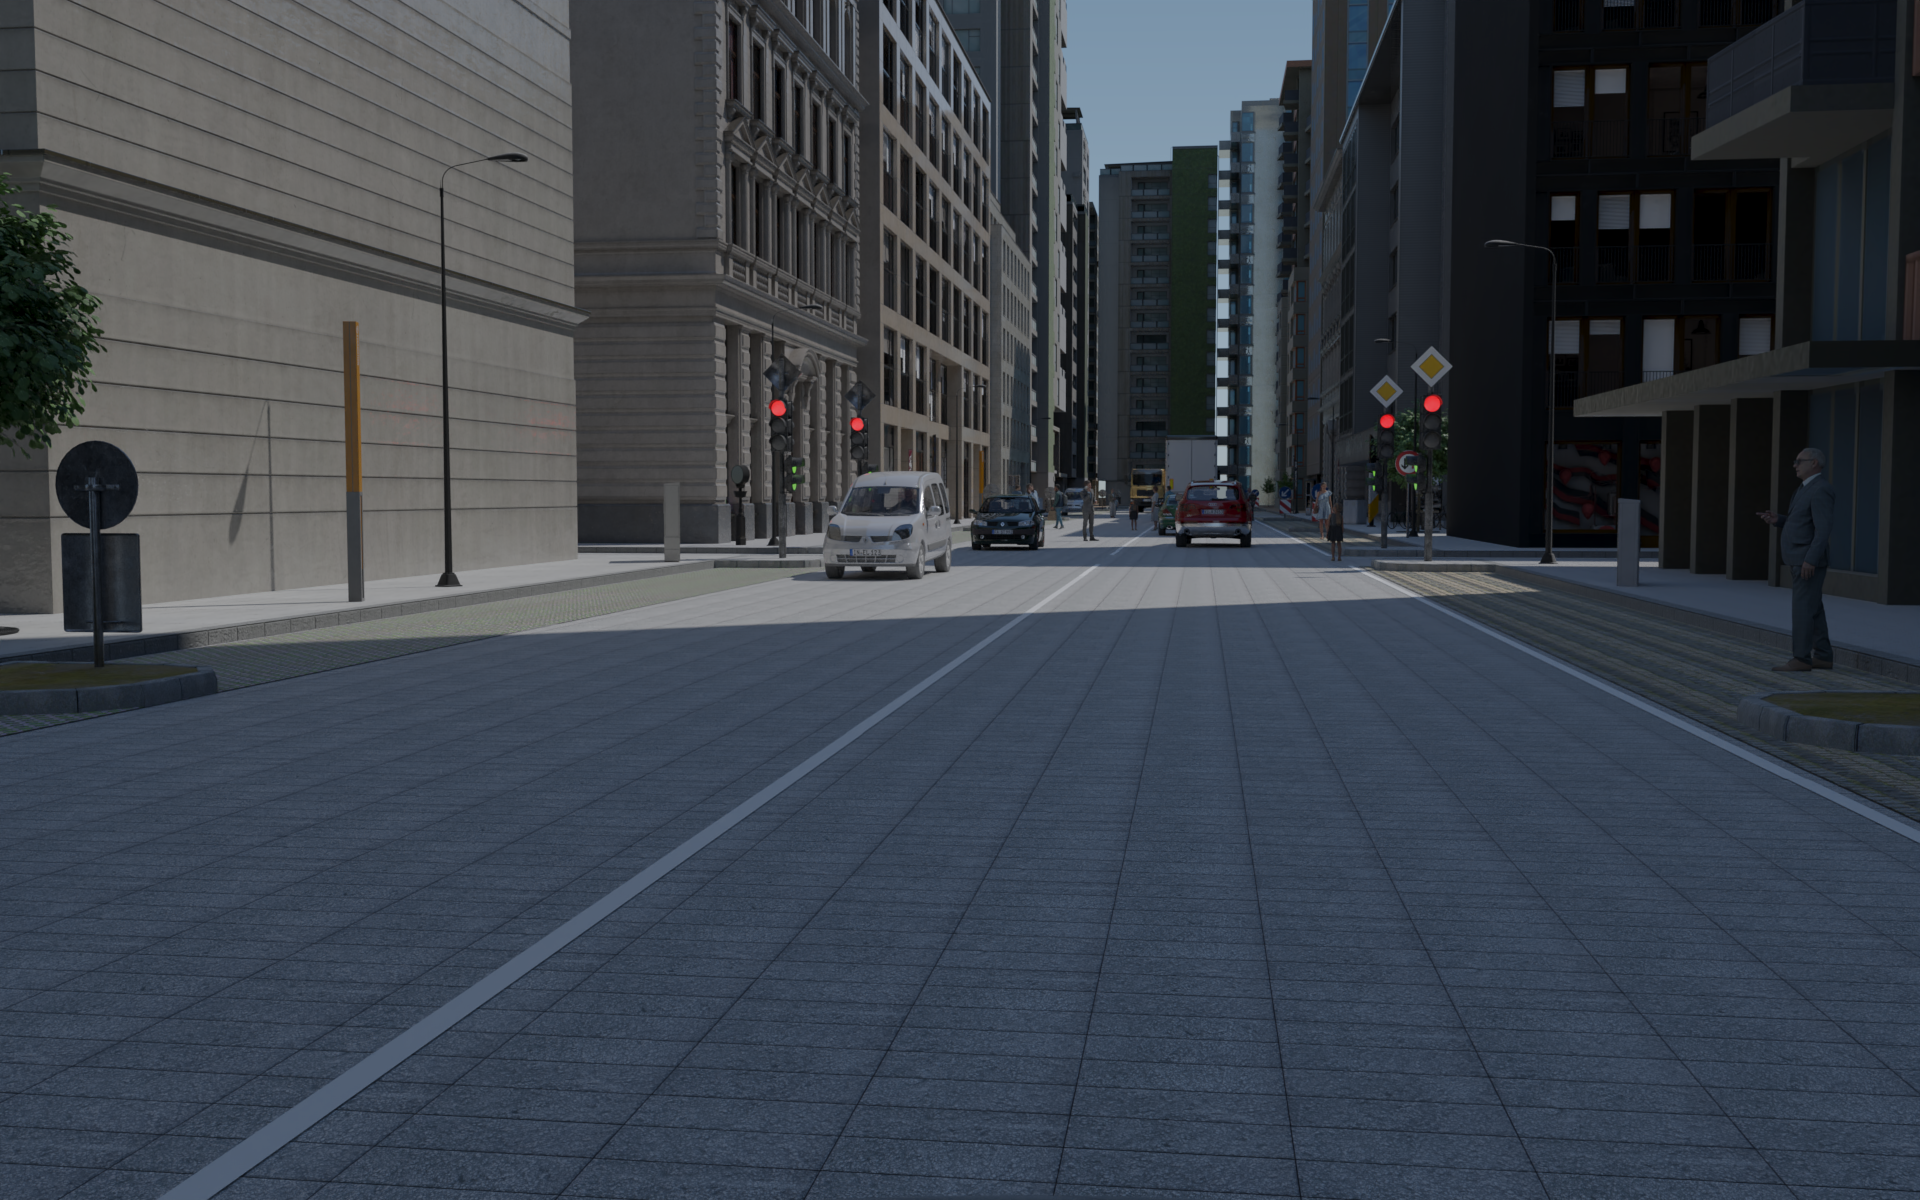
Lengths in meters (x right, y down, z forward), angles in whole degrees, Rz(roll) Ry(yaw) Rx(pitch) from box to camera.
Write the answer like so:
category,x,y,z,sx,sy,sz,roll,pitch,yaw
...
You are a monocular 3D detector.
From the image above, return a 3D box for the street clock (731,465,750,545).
category,x,y,z,sx,sy,sz,roll,pitch,yaw
street clock,-5.488,-2.370,43.317,0.471,2.002,0.358,3,5,41

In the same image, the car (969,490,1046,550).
category,x,y,z,sx,sy,sz,roll,pitch,yaw
car,1.288,-2.187,45.542,2.009,1.686,4.222,0,4,6

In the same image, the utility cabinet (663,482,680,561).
category,x,y,z,sx,sy,sz,roll,pitch,yaw
utility cabinet,-5.513,-1.493,33.085,0.318,1.500,1.173,-1,4,-9

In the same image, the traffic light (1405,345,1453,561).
category,x,y,z,sx,sy,sz,roll,pitch,yaw
traffic light,8.905,-2.690,32.909,0.839,4.253,0.868,0,4,8

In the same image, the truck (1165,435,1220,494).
category,x,y,z,sx,sy,sz,roll,pitch,yaw
truck,11.851,-6.073,88.211,2.839,4.237,11.283,1,4,8

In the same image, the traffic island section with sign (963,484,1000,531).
category,x,y,z,sx,sy,sz,roll,pitch,yaw
traffic island section with sign,1.223,-3.569,66.989,1.989,1.847,2.006,0,4,8

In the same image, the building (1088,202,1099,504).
category,x,y,z,sx,sy,sz,roll,pitch,yaw
building,5.871,-32.203,218.392,23.993,40.220,32.217,0,4,8

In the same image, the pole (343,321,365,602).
category,x,y,z,sx,sy,sz,roll,pitch,yaw
pole,-7.201,-1.635,20.570,0.158,3.312,0.155,0,3,0

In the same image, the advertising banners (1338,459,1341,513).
category,x,y,z,sx,sy,sz,roll,pitch,yaw
advertising banners,16.774,-4.917,76.577,0.090,3.025,2.074,1,4,10

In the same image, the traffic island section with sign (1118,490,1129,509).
category,x,y,z,sx,sy,sz,roll,pitch,yaw
traffic island section with sign,15.698,-9.954,171.375,1.989,1.847,2.006,0,4,8

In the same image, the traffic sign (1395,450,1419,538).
category,x,y,z,sx,sy,sz,roll,pitch,yaw
traffic sign,13.053,-3.078,50.424,0.768,2.556,0.104,1,4,11

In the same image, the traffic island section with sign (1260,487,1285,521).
category,x,y,z,sx,sy,sz,roll,pitch,yaw
traffic island section with sign,17.193,-5.121,92.357,1.989,1.847,2.006,0,4,8

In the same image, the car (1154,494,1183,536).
category,x,y,z,sx,sy,sz,roll,pitch,yaw
car,7.927,-3.023,61.216,2.131,1.459,4.920,0,4,6

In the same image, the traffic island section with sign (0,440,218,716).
category,x,y,z,sx,sy,sz,roll,pitch,yaw
traffic island section with sign,-6.388,-0.212,12.094,1.989,1.847,2.006,0,4,8

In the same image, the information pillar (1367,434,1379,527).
category,x,y,z,sx,sy,sz,roll,pitch,yaw
information pillar,16.164,-4.668,67.683,0.504,3.616,0.183,-2,4,-33

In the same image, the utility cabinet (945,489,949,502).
category,x,y,z,sx,sy,sz,roll,pitch,yaw
utility cabinet,-0.932,-3.687,68.965,0.318,1.500,1.173,3,4,36

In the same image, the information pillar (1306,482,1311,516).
category,x,y,z,sx,sy,sz,roll,pitch,yaw
information pillar,20.846,-6.062,103.601,0.304,2.012,0.304,1,4,17

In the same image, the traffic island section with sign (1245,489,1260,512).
category,x,y,z,sx,sy,sz,roll,pitch,yaw
traffic island section with sign,24.029,-8.143,141.760,1.989,1.847,2.006,0,4,8

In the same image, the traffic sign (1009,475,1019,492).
category,x,y,z,sx,sy,sz,roll,pitch,yaw
traffic sign,2.948,-5.659,94.651,0.606,2.300,0.079,1,4,15

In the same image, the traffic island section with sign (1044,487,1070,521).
category,x,y,z,sx,sy,sz,roll,pitch,yaw
traffic island section with sign,4.933,-5.204,93.718,1.989,1.847,2.006,0,4,8

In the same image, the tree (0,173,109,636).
category,x,y,z,sx,sy,sz,roll,pitch,yaw
tree,-9.412,-1.956,15.699,4.285,4.588,4.351,0,3,0

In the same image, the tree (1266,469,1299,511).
category,x,y,z,sx,sy,sz,roll,pitch,yaw
tree,24.701,-8.379,131.606,1.663,3.219,1.824,0,3,0

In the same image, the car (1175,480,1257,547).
category,x,y,z,sx,sy,sz,roll,pitch,yaw
car,7.088,-2.413,48.128,2.281,1.827,5.304,1,4,10

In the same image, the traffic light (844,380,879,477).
category,x,y,z,sx,sy,sz,roll,pitch,yaw
traffic light,-2.443,-3.278,42.522,0.839,4.253,0.868,0,4,8

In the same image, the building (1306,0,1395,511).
category,x,y,z,sx,sy,sz,roll,pitch,yaw
building,32.338,-28.927,123.065,14.600,45.320,14.200,0,4,8

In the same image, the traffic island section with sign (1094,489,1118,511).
category,x,y,z,sx,sy,sz,roll,pitch,yaw
traffic island section with sign,11.908,-8.281,144.018,1.989,1.847,2.006,0,4,8

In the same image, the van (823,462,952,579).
category,x,y,z,sx,sy,sz,roll,pitch,yaw
van,-1.226,-1.439,30.539,2.013,2.044,4.112,1,4,9

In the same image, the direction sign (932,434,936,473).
category,x,y,z,sx,sy,sz,roll,pitch,yaw
direction sign,-0.981,-4.532,66.097,0.379,3.537,0.876,0,4,-8

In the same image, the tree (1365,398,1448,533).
category,x,y,z,sx,sy,sz,roll,pitch,yaw
tree,15.287,-4.544,58.000,4.285,4.588,4.351,0,3,0

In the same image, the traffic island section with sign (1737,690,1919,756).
category,x,y,z,sx,sy,sz,roll,pitch,yaw
traffic island section with sign,5.789,-0.098,10.228,1.989,1.847,2.006,0,4,8

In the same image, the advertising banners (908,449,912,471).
category,x,y,z,sx,sy,sz,roll,pitch,yaw
advertising banners,-2.112,-4.309,66.644,0.090,3.025,2.074,1,4,14

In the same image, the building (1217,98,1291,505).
category,x,y,z,sx,sy,sz,roll,pitch,yaw
building,46.319,-35.999,208.197,30.456,49.044,23.786,0,4,8

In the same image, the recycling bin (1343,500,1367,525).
category,x,y,z,sx,sy,sz,roll,pitch,yaw
recycling bin,16.721,-3.715,73.294,0.722,1.027,0.722,-3,5,-41

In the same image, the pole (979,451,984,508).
category,x,y,z,sx,sy,sz,roll,pitch,yaw
pole,1.009,-5.378,81.778,0.158,3.312,0.155,0,3,0

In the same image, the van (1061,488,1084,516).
category,x,y,z,sx,sy,sz,roll,pitch,yaw
van,7.613,-6.569,114.421,2.013,2.044,4.112,0,4,7

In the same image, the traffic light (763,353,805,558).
category,x,y,z,sx,sy,sz,roll,pitch,yaw
traffic light,-3.540,-2.795,34.612,0.839,4.253,0.868,0,4,8

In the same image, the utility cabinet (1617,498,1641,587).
category,x,y,z,sx,sy,sz,roll,pitch,yaw
utility cabinet,9.459,-0.814,24.469,0.306,1.237,1.020,1,4,22

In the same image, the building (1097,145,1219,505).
category,x,y,z,sx,sy,sz,roll,pitch,yaw
building,23.610,-32.001,206.803,14.086,41.232,14.154,0,4,8

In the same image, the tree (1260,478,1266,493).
category,x,y,z,sx,sy,sz,roll,pitch,yaw
tree,30.006,-10.664,168.955,1.663,3.219,1.824,0,3,0

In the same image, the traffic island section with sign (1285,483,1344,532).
category,x,y,z,sx,sy,sz,roll,pitch,yaw
traffic island section with sign,13.463,-3.482,65.554,1.989,1.847,2.006,0,4,8

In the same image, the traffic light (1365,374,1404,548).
category,x,y,z,sx,sy,sz,roll,pitch,yaw
traffic light,10.002,-3.174,40.819,0.839,4.253,0.868,0,4,8

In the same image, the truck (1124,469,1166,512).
category,x,y,z,sx,sy,sz,roll,pitch,yaw
truck,14.778,-8.522,135.254,3.469,3.379,9.791,1,4,9

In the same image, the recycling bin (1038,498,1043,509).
category,x,y,z,sx,sy,sz,roll,pitch,yaw
recycling bin,5.114,-6.394,117.088,0.722,1.027,0.722,-2,4,-28
